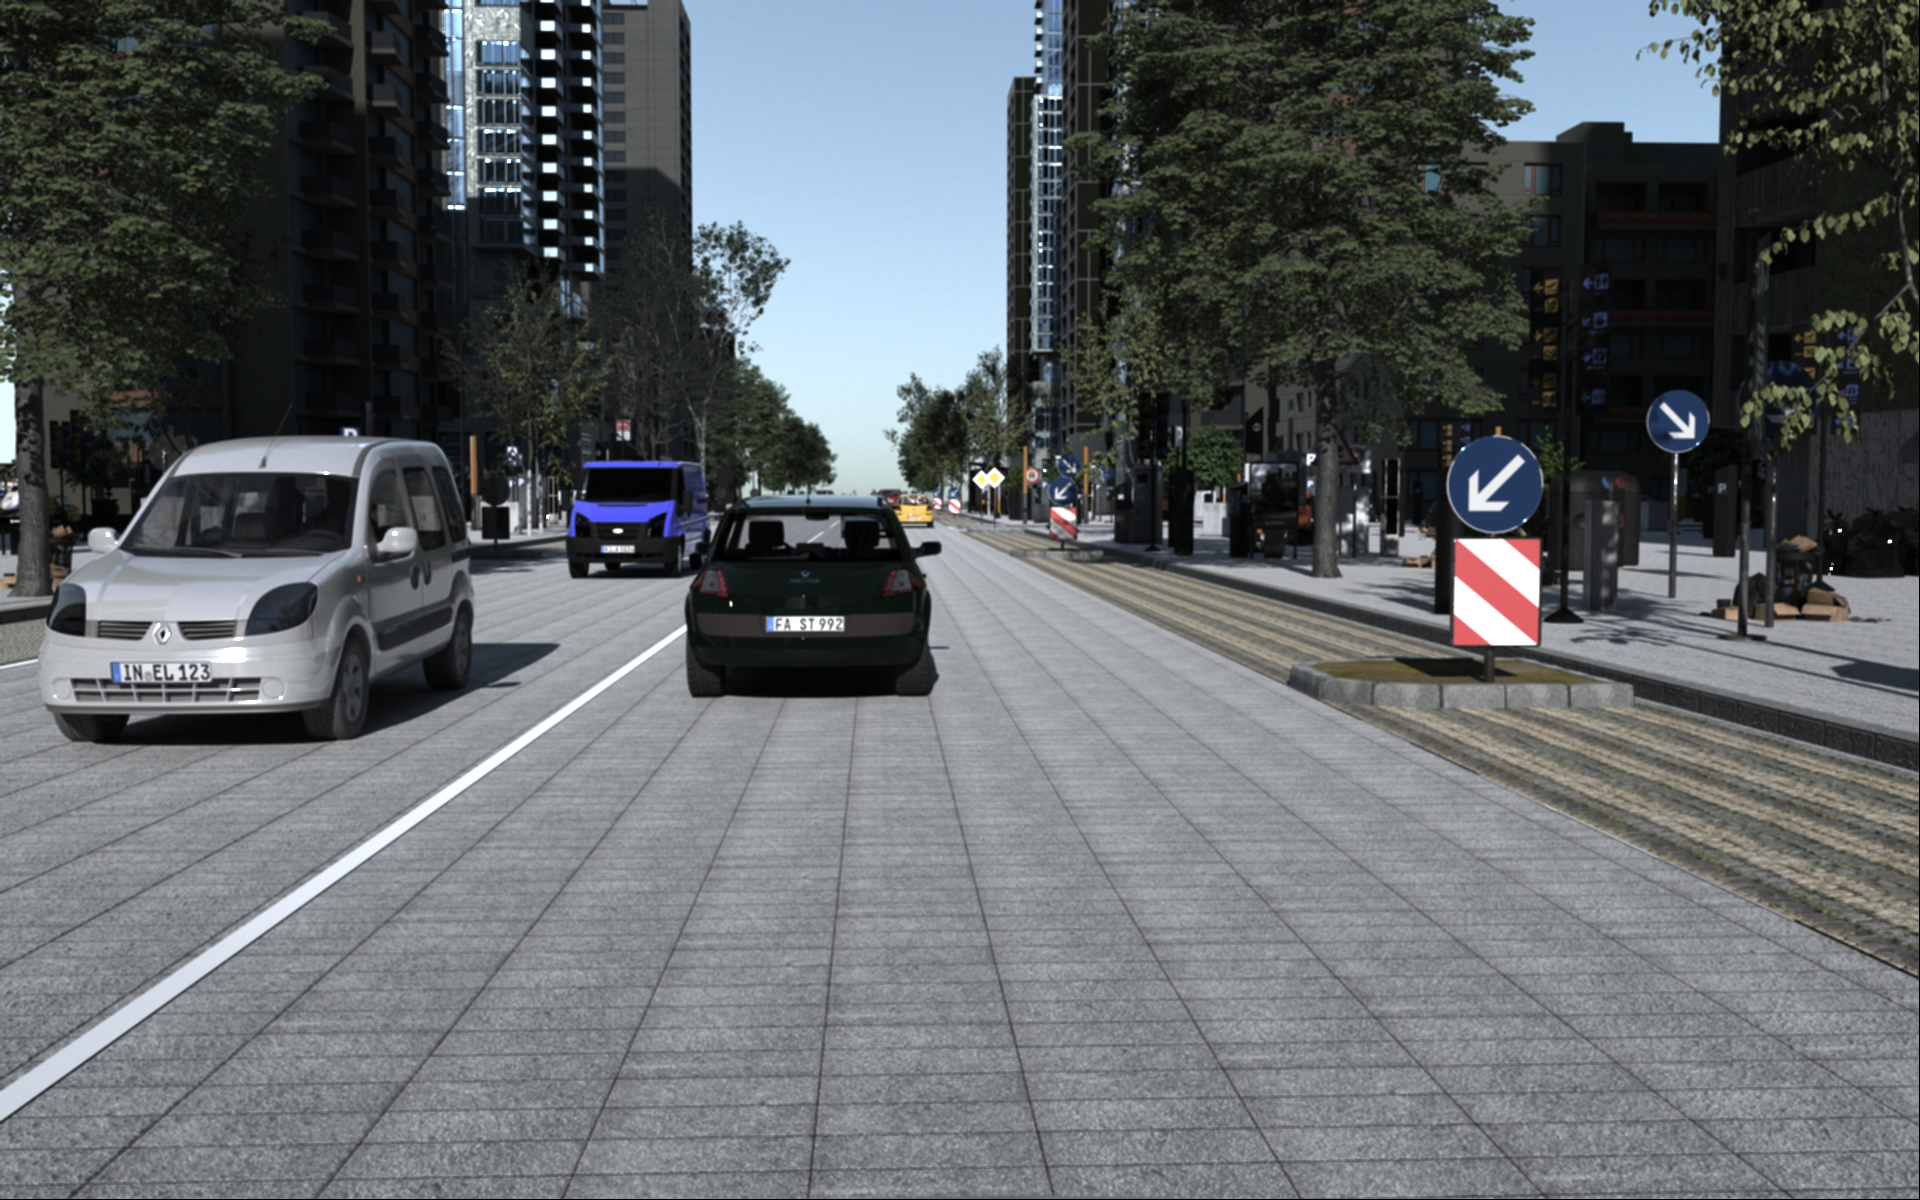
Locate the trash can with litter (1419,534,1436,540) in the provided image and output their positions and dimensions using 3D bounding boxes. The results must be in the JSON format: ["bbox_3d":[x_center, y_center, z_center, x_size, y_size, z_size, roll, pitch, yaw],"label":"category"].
[{"bbox_3d":[13.803,-2.271,48.185,1.678,1.210,2.233,-2,4,-31],"label":"trash can with litter"}]

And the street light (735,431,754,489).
[{"bbox_3d":[-16.106,-9.528,128.322,1.470,5.913,1.316,0,4,-3],"label":"street light"}]

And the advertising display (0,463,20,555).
[{"bbox_3d":[-19.801,-1.907,36.400,0.974,1.923,0.123,1,4,19],"label":"advertising display"}]

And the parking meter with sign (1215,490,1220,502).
[{"bbox_3d":[14.731,-6.227,98.077,0.543,3.016,1.738,1,4,16],"label":"parking meter with sign"}]

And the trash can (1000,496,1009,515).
[{"bbox_3d":[2.641,-5.703,104.894,0.748,1.137,0.748,0,3,0],"label":"trash can"}]

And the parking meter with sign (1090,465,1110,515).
[{"bbox_3d":[8.541,-6.617,104.455,0.543,3.016,1.738,3,5,39],"label":"parking meter with sign"}]

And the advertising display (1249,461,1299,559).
[{"bbox_3d":[6.236,-1.786,34.419,0.974,1.923,0.123,1,4,12],"label":"advertising display"}]

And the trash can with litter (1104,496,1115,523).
[{"bbox_3d":[7.257,-4.039,77.092,2.233,1.210,1.678,-3,5,-41],"label":"trash can with litter"}]

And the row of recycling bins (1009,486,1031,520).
[{"bbox_3d":[2.963,-4.828,86.056,1.069,1.692,3.534,0,4,-4],"label":"row of recycling bins"}]

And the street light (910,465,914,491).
[{"bbox_3d":[-6.161,-17.027,250.933,1.470,5.913,1.316,0,4,-3],"label":"street light"}]

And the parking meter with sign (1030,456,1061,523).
[{"bbox_3d":[3.949,-4.953,77.243,0.543,3.016,1.738,3,4,38],"label":"parking meter with sign"}]

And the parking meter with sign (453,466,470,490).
[{"bbox_3d":[-31.219,-6.800,107.434,1.738,3.016,0.543,2,4,30],"label":"parking meter with sign"}]

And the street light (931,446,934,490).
[{"bbox_3d":[-2.252,-11.980,168.409,1.470,5.913,1.316,0,4,-3],"label":"street light"}]

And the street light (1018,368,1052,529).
[{"bbox_3d":[2.826,-5.590,63.930,1.470,5.913,1.316,0,4,-3],"label":"street light"}]

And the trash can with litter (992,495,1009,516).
[{"bbox_3d":[3.120,-5.643,103.312,2.233,1.210,1.678,1,4,14],"label":"trash can with litter"}]

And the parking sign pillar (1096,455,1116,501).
[{"bbox_3d":[9.788,-7.825,116.407,1.447,3.967,1.447,-2,4,-24],"label":"parking sign pillar"}]

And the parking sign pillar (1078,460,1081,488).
[{"bbox_3d":[8.983,-8.986,135.389,1.447,3.967,1.447,2,4,29],"label":"parking sign pillar"}]

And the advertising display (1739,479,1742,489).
[{"bbox_3d":[34.183,-4.348,76.295,0.123,1.923,0.974,0,4,-8],"label":"advertising display"}]

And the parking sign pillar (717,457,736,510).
[{"bbox_3d":[-16.652,-8.264,123.581,1.447,3.967,1.447,0,4,0],"label":"parking sign pillar"}]

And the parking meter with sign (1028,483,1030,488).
[{"bbox_3d":[3.825,-5.638,88.435,1.738,3.016,0.543,-1,4,-10],"label":"parking meter with sign"}]

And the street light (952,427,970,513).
[{"bbox_3d":[0.108,-8.962,119.067,1.470,5.913,1.316,0,4,-3],"label":"street light"}]

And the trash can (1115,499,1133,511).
[{"bbox_3d":[4.465,-2.094,45.891,0.748,1.137,0.748,0,3,0],"label":"trash can"}]

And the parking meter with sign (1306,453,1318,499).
[{"bbox_3d":[14.792,-4.704,73.173,0.543,3.016,1.738,1,4,14],"label":"parking meter with sign"}]

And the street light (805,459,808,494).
[{"bbox_3d":[-21.123,-15.867,231.958,1.470,5.913,1.316,0,4,-3],"label":"street light"}]

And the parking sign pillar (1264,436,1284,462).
[{"bbox_3d":[14.409,-5.576,79.632,1.447,3.967,1.447,2,4,33],"label":"parking sign pillar"}]

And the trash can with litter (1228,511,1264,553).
[{"bbox_3d":[6.429,-1.618,37.848,1.055,1.170,0.624,-1,4,-22],"label":"trash can with litter"}]

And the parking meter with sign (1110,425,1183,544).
[{"bbox_3d":[4.841,-2.954,44.564,1.738,3.016,0.543,2,4,33],"label":"parking meter with sign"}]

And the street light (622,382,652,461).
[{"bbox_3d":[-13.417,-6.069,71.767,1.470,5.913,1.316,0,4,-3],"label":"street light"}]

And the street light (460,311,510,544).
[{"bbox_3d":[-12.118,-4.376,44.089,1.470,5.913,1.316,0,4,-3],"label":"street light"}]

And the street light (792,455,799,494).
[{"bbox_3d":[-19.590,-14.116,203.338,1.470,5.913,1.316,0,4,-3],"label":"street light"}]

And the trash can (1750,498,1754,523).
[{"bbox_3d":[25.699,-2.774,57.010,0.748,1.137,0.748,0,3,0],"label":"trash can"}]

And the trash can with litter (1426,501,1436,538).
[{"bbox_3d":[14.249,-2.447,51.402,0.624,1.170,1.055,3,4,36],"label":"trash can with litter"}]

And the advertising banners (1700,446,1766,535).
[{"bbox_3d":[24.209,-3.535,53.978,2.074,3.025,0.090,1,4,13],"label":"advertising banners"}]

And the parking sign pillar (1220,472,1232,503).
[{"bbox_3d":[13.304,-6.002,86.612,1.447,3.967,1.447,0,4,-1],"label":"parking sign pillar"}]

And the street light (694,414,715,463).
[{"bbox_3d":[-14.813,-7.806,100.161,1.470,5.913,1.316,0,4,-3],"label":"street light"}]

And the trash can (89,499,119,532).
[{"bbox_3d":[-23.738,-2.227,48.066,0.748,1.137,0.748,0,3,0],"label":"trash can"}]

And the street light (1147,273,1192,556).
[{"bbox_3d":[4.103,-3.868,35.789,1.470,5.913,1.316,0,4,-3],"label":"street light"}]

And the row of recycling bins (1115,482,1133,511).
[{"bbox_3d":[5.971,-3.278,60.715,1.069,1.692,3.534,0,4,8],"label":"row of recycling bins"}]

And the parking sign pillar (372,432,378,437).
[{"bbox_3d":[-25.163,-5.343,75.831,1.447,3.967,1.447,1,4,18],"label":"parking sign pillar"}]

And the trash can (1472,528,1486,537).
[{"bbox_3d":[8.183,-0.915,26.611,0.748,1.137,0.748,0,3,0],"label":"trash can"}]

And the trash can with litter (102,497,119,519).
[{"bbox_3d":[-29.998,-3.076,61.683,1.055,1.170,0.624,-1,4,-10],"label":"trash can with litter"}]

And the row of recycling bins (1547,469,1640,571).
[{"bbox_3d":[11.054,-1.415,30.248,1.069,1.692,3.534,2,4,34],"label":"row of recycling bins"}]

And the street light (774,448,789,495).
[{"bbox_3d":[-18.336,-12.427,175.728,1.470,5.913,1.316,0,4,-3],"label":"street light"}]

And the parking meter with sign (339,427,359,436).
[{"bbox_3d":[-16.559,-3.022,45.667,1.738,3.016,0.543,3,4,37],"label":"parking meter with sign"}]

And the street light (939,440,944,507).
[{"bbox_3d":[-1.208,-10.691,147.335,1.470,5.913,1.316,0,4,-3],"label":"street light"}]

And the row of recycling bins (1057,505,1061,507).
[{"bbox_3d":[6.246,-6.194,108.392,3.534,1.692,1.069,0,4,7],"label":"row of recycling bins"}]

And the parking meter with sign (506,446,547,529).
[{"bbox_3d":[-15.909,-4.126,63.722,0.543,3.016,1.738,1,4,23],"label":"parking meter with sign"}]

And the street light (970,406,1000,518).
[{"bbox_3d":[1.412,-7.273,91.460,1.470,5.913,1.316,0,4,-3],"label":"street light"}]

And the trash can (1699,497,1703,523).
[{"bbox_3d":[32.819,-3.933,75.961,0.748,1.137,0.748,0,3,0],"label":"trash can"}]

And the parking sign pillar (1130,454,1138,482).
[{"bbox_3d":[11.880,-7.812,116.195,1.447,3.967,1.447,-1,4,-17],"label":"parking sign pillar"}]
